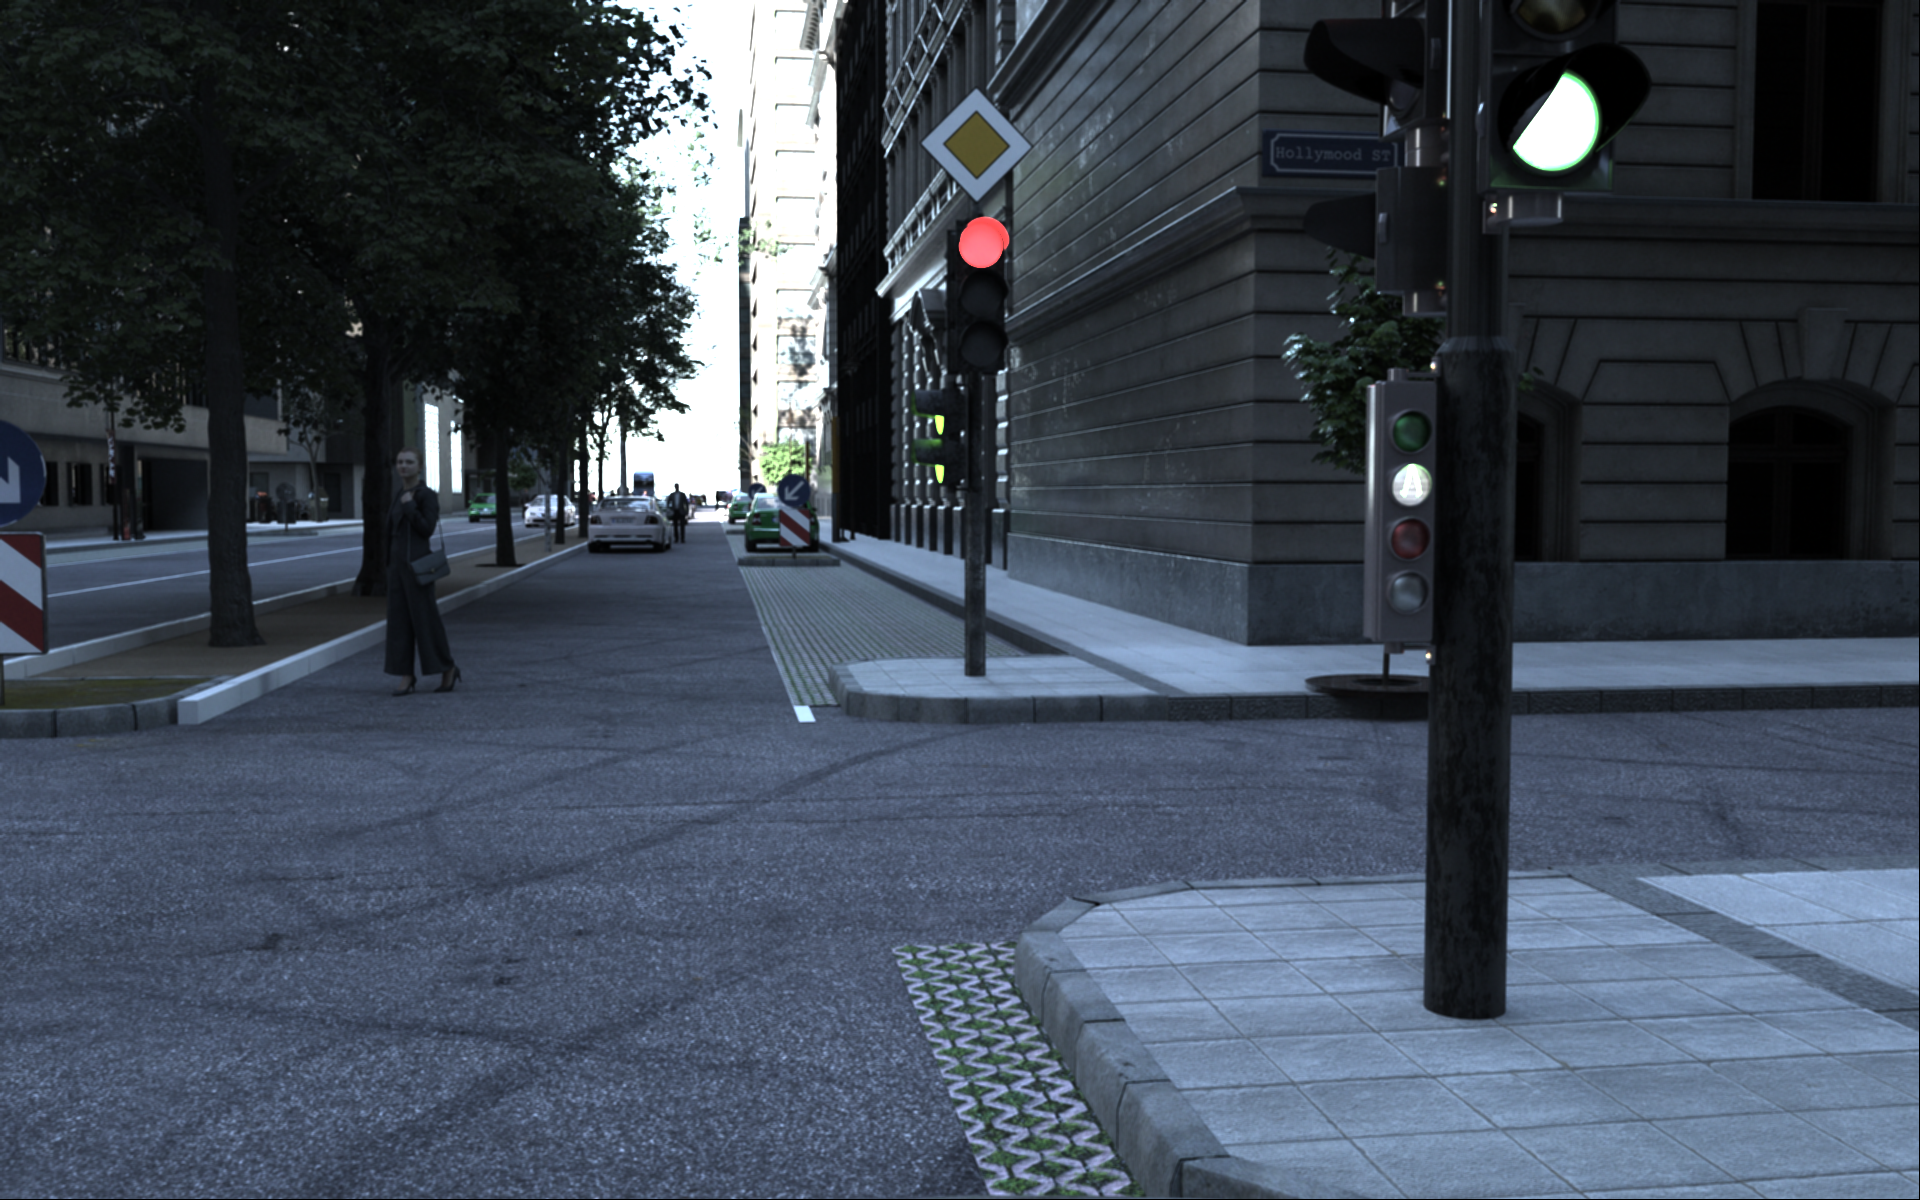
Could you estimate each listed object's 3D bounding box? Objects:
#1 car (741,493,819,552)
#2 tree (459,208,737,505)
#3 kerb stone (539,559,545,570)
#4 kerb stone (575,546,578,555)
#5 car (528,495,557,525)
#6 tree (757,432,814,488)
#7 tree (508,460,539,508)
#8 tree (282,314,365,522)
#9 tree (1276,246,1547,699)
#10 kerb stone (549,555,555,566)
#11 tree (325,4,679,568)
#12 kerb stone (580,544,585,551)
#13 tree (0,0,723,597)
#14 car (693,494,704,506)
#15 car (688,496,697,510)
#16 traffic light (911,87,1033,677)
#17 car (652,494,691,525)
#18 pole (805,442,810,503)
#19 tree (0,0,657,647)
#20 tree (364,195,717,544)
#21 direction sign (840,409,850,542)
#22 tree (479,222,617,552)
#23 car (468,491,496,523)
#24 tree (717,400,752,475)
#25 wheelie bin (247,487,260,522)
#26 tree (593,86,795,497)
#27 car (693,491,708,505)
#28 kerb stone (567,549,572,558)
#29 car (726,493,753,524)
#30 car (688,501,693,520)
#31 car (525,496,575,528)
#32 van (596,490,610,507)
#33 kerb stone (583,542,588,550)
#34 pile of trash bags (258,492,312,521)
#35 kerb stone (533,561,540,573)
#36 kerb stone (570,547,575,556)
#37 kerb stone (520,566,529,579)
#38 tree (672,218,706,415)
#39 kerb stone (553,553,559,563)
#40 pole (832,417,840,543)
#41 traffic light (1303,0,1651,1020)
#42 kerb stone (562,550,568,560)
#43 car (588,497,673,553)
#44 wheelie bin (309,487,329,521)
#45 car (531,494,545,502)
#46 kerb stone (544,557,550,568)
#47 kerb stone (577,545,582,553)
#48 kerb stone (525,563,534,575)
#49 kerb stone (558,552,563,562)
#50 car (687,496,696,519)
[{"bbox_3d":[-4.552,-2.145,43.865,1.959,1.807,4.718,0,4,-8],"label":"car"},{"bbox_3d":[-13.725,-9.357,65.817,12.009,13.543,11.850,0,3,0],"label":"tree"},{"bbox_3d":[-7.954,-0.633,32.539,0.120,0.150,1.000,-1,4,-8],"label":"kerb stone"},{"bbox_3d":[-9.117,-1.128,40.647,0.120,0.150,1.000,-1,4,-8],"label":"kerb stone"},{"bbox_3d":[-19.593,-4.332,82.827,2.014,1.417,4.499,-1,4,-10],"label":"car"},{"bbox_3d":[-9.197,-6.605,91.704,4.285,4.588,4.351,0,3,0],"label":"tree"},{"bbox_3d":[-40.388,-10.743,159.363,4.285,4.588,4.351,0,3,0],"label":"tree"},{"bbox_3d":[-29.216,-8.792,78.160,7.601,10.594,8.767,2,4,35],"label":"tree"},{"bbox_3d":[2.924,-1.018,11.239,1.663,3.219,1.824,0,3,0],"label":"tree"},{"bbox_3d":[-8.241,-0.754,34.568,0.120,0.150,1.000,-1,4,-8],"label":"kerb stone"},{"bbox_3d":[-9.070,-6.461,33.855,9.928,11.665,9.643,0,3,0],"label":"tree"},{"bbox_3d":[-9.408,-1.252,42.670,0.120,0.150,1.000,-1,4,-8],"label":"kerb stone"},{"bbox_3d":[-8.160,-6.394,24.000,9.611,12.733,9.660,0,3,0],"label":"tree"},{"bbox_3d":[-31.280,-11.884,204.519,2.015,1.641,3.980,0,4,-7],"label":"car"},{"bbox_3d":[-24.408,-8.670,154.337,1.945,1.354,3.894,0,4,-7],"label":"car"},{"bbox_3d":[0.088,-1.420,12.130,0.839,4.253,0.868,-1,4,-8],"label":"traffic light"},{"bbox_3d":[-13.684,-4.232,80.985,2.131,1.459,4.920,0,4,-7],"label":"car"},{"bbox_3d":[-5.931,-4.491,67.277,0.158,3.312,0.155,0,3,0],"label":"pole"},{"bbox_3d":[-6.664,-5.805,15.498,7.486,12.596,7.792,0,3,0],"label":"tree"},{"bbox_3d":[-11.362,-6.834,48.608,8.767,10.594,7.601,-1,4,-8],"label":"tree"},{"bbox_3d":[-3.144,-3.326,46.378,0.379,3.537,0.876,0,4,2],"label":"direction sign"},{"bbox_3d":[-10.192,-5.486,42.514,4.737,8.622,4.395,0,3,0],"label":"tree"},{"bbox_3d":[-23.993,-4.865,88.331,1.959,1.807,4.718,-1,4,-10],"label":"car"},{"bbox_3d":[-20.071,-14.429,170.332,8.767,10.594,7.601,-2,4,-28],"label":"tree"},{"bbox_3d":[-32.181,-4.319,78.521,0.980,1.594,0.693,0,4,-3],"label":"wheelie bin"},{"bbox_3d":[-14.246,-13.495,78.996,12.611,20.169,13.585,0,3,0],"label":"tree"},{"bbox_3d":[-33.981,-13.293,226.011,2.281,1.827,5.304,-1,4,-8],"label":"car"},{"bbox_3d":[-8.819,-1.005,38.625,0.120,0.150,1.000,-1,4,-8],"label":"kerb stone"},{"bbox_3d":[-10.186,-4.538,83.000,1.959,1.807,4.718,-1,4,-10],"label":"car"},{"bbox_3d":[-15.761,-5.112,95.583,2.014,1.417,4.499,0,4,-7],"label":"car"},{"bbox_3d":[-17.916,-3.881,75.816,2.083,1.381,4.827,0,4,-8],"label":"car"},{"bbox_3d":[-37.197,-10.665,181.382,2.013,2.044,4.112,-1,4,-10],"label":"van"},{"bbox_3d":[-9.554,-1.314,43.687,0.120,0.150,1.000,-1,4,-8],"label":"kerb stone"},{"bbox_3d":[-32.276,-4.426,82.115,1.912,1.369,3.447,1,4,9],"label":"pile of trash bags"},{"bbox_3d":[-7.804,-0.570,31.523,0.120,0.150,1.000,-1,4,-8],"label":"kerb stone"},{"bbox_3d":[-8.975,-1.067,39.635,0.120,0.150,1.000,-1,4,-8],"label":"kerb stone"},{"bbox_3d":[-7.500,-0.444,29.502,0.120,0.150,1.000,-1,4,-8],"label":"kerb stone"},{"bbox_3d":[-12.170,-8.291,56.139,7.486,12.596,7.792,0,3,0],"label":"tree"},{"bbox_3d":[-8.389,-0.817,35.585,0.120,0.150,1.000,-1,4,-8],"label":"kerb stone"},{"bbox_3d":[-3.272,-3.171,45.687,0.158,3.312,0.155,0,3,0],"label":"pole"},{"bbox_3d":[-0.828,-1.781,3.788,4.771,5.953,1.251,-1,4,-8],"label":"traffic light"},{"bbox_3d":[-8.676,-0.940,37.611,0.120,0.150,1.000,-1,4,-8],"label":"kerb stone"},{"bbox_3d":[-8.339,-1.927,43.873,2.083,1.381,4.827,0,4,-6],"label":"car"},{"bbox_3d":[-30.083,-4.482,81.187,0.693,1.594,0.980,1,4,21],"label":"wheelie bin"},{"bbox_3d":[-35.414,-8.343,146.195,2.009,1.686,4.222,-1,4,-8],"label":"car"},{"bbox_3d":[-8.093,-0.695,33.556,0.120,0.150,1.000,-1,4,-8],"label":"kerb stone"},{"bbox_3d":[-9.261,-1.182,41.659,0.120,0.150,1.000,-1,4,-8],"label":"kerb stone"},{"bbox_3d":[-7.656,-0.509,30.512,0.120,0.150,1.000,-1,4,-8],"label":"kerb stone"},{"bbox_3d":[-8.539,-0.881,36.596,0.120,0.150,1.000,-1,4,-8],"label":"kerb stone"},{"bbox_3d":[-16.516,-5.459,101.839,1.945,1.354,3.894,0,4,-7],"label":"car"}]
